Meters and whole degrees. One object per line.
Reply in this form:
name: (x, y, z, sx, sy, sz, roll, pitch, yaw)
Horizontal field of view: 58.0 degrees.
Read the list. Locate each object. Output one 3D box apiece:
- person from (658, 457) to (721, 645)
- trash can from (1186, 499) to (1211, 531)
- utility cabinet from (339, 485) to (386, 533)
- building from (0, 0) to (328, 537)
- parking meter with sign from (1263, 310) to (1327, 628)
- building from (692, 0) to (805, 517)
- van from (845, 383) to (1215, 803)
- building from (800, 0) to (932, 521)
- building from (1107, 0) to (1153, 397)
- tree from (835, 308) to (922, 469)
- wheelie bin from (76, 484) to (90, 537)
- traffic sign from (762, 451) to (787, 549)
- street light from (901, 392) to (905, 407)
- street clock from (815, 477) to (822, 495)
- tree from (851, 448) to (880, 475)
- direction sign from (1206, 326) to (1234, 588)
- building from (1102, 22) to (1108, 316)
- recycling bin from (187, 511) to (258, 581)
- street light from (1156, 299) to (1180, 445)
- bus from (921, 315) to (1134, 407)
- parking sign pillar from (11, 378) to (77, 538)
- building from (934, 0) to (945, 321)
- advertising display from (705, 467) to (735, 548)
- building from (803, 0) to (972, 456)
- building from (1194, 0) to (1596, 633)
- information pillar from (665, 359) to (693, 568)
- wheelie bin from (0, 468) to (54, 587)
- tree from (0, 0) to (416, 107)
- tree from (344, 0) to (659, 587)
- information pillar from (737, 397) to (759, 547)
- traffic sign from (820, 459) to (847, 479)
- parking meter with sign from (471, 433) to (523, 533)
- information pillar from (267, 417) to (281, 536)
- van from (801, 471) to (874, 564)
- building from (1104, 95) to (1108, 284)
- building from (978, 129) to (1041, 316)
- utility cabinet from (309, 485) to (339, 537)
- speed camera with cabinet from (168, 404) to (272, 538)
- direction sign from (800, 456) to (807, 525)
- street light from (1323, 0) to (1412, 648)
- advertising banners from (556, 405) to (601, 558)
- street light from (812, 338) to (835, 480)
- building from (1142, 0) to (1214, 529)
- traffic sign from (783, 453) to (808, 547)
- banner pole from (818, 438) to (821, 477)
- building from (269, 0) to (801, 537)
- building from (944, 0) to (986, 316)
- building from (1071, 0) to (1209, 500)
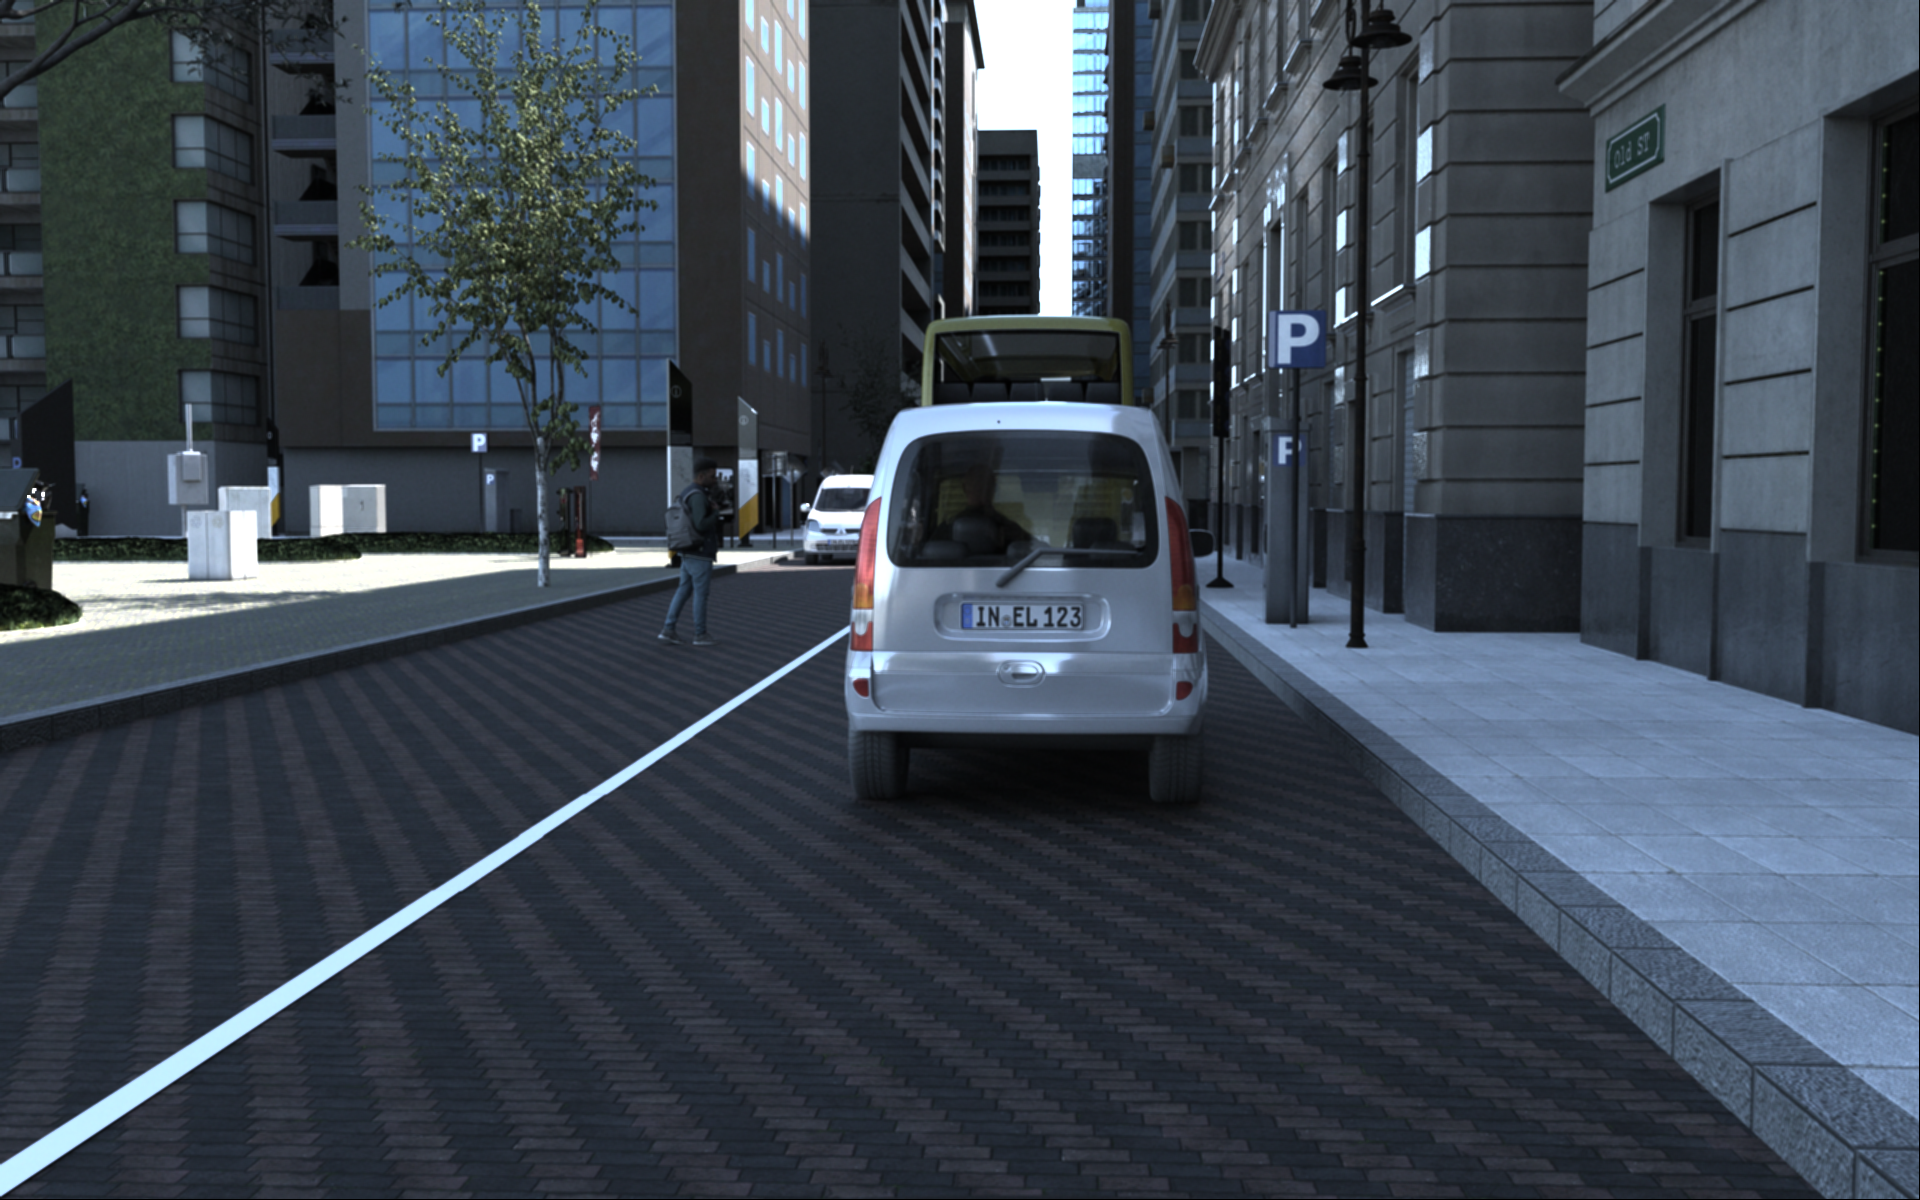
person: (-2.501, -0.465, 16.448, 0.721, 1.781, 0.623, -3, 4, -38)
trash can: (6.904, -2.346, 50.017, 0.748, 1.137, 0.748, 0, 3, 0)
utility cabinet: (-14.386, -2.025, 41.787, 1.173, 1.500, 0.318, 2, 4, 30)
building: (-28.873, -22.922, 58.373, 14.086, 41.232, 14.154, 0, 4, 3)
parking meter with sign: (3.294, -1.289, 17.341, 0.543, 3.016, 1.738, 0, 4, 7)
building: (-9.130, -28.546, 116.844, 14.600, 45.320, 14.200, 0, 4, 3)
van: (0.417, -0.149, 9.454, 2.013, 2.044, 4.112, 0, 4, 4)
building: (-12.854, -28.585, 91.060, 21.300, 48.544, 21.600, 0, 4, 3)
building: (18.325, -29.455, 131.703, 14.600, 45.320, 14.200, 0, 4, 3)
tree: (-3.114, -7.229, 68.551, 4.360, 8.622, 3.978, 0, 3, 0)
wheelie bin: (-26.539, -2.689, 51.874, 0.980, 1.594, 0.693, 0, 4, 2)
traffic sign: (-4.365, -2.360, 40.720, 0.606, 2.300, 0.079, 1, 4, 9)
street light: (-2.569, -6.464, 78.471, 0.468, 5.910, 1.993, 0, 4, 3)
street clock: (-6.086, -4.309, 75.021, 0.358, 2.002, 0.471, 0, 4, -5)
tree: (-3.860, -4.798, 73.042, 1.663, 3.219, 1.824, 0, 3, 0)
direction sign: (3.583, -1.943, 23.773, 0.379, 3.537, 0.876, 1, 4, 21)
building: (23.796, -30.492, 153.163, 22.147, 44.769, 28.867, 0, 4, 3)
recycling bin: (-11.067, -0.822, 25.993, 0.722, 1.027, 0.722, 1, 4, 11)
street light: (4.931, -4.186, 41.234, 0.468, 5.910, 1.993, 0, 4, 3)
bus: (1.144, -2.140, 26.533, 2.896, 3.916, 12.252, 0, 4, 3)
parking sign pillar: (-21.102, -3.144, 39.876, 1.447, 3.967, 1.447, 2, 4, 28)
building: (-11.202, -50.566, 139.433, 22.319, 86.520, 31.000, 0, 4, 3)
advertising display: (-5.792, -2.189, 41.007, 0.974, 1.923, 0.123, -2, 4, -35)
building: (-6.145, -31.370, 163.003, 14.600, 45.320, 14.200, 0, 4, 3)
building: (10.706, -14.051, 27.002, 12.463, 27.353, 25.104, 0, 4, 3)
information pillar: (-4.890, -2.375, 30.183, 0.504, 3.616, 0.183, -3, 5, -44)
wheelie bin: (-11.559, -0.815, 21.232, 0.980, 1.594, 0.693, 1, 4, 14)
tree: (-7.288, -6.135, 10.670, 12.009, 13.543, 11.850, 0, 3, 0)
tree: (-5.906, -4.477, 23.562, 4.737, 8.622, 4.395, 0, 3, 0)
information pillar: (-5.119, -3.085, 41.802, 0.504, 3.616, 0.183, 1, 4, 10)
traffic sign: (-3.650, -2.843, 50.129, 0.795, 2.450, 0.064, 0, 4, 3)
parking meter with sign: (-13.425, -3.309, 50.370, 0.543, 3.016, 1.738, 1, 4, 21)
information pillar: (-20.832, -3.744, 52.562, 0.504, 3.616, 0.183, 2, 4, 33)
van: (-2.287, -1.810, 36.597, 2.013, 2.044, 4.112, 0, 4, 2)
building: (26.560, -34.430, 182.532, 23.786, 49.044, 30.456, 0, 4, 3)
building: (-0.575, -36.483, 220.193, 21.600, 48.544, 21.300, 0, 4, 3)
utility cabinet: (-15.630, -2.096, 42.954, 0.318, 1.500, 1.173, 1, 4, 17)
speed camera with cabinet: (-16.526, -2.711, 38.667, 2.038, 3.252, 0.660, -3, 5, -41)
direction sign: (-6.509, -4.884, 71.850, 0.379, 3.537, 0.876, 1, 4, 16)
street light: (3.323, -2.540, 14.324, 0.468, 5.910, 1.993, 0, 4, 3)
advertising banners: (-7.684, -2.370, 34.941, 0.090, 3.025, 2.074, -3, 4, -36)
street light: (-4.048, -4.818, 51.554, 0.468, 5.910, 1.993, 0, 4, 3)
building: (19.575, -22.936, 66.886, 23.993, 40.220, 32.217, 0, 4, 3)
traffic sign: (-4.094, -2.356, 42.156, 0.795, 2.450, 0.064, 0, 4, 3)
banner pole: (-6.301, -5.365, 77.730, 0.401, 3.779, 0.863, -1, 4, -10)
building: (-12.879, -24.893, 57.111, 14.600, 45.320, 14.200, 0, 4, 3)
building: (-11.596, -36.469, 185.511, 27.495, 52.752, 28.713, 0, 4, 3)
building: (25.687, -55.349, 217.628, 31.000, 86.520, 22.319, 0, 4, 3)
